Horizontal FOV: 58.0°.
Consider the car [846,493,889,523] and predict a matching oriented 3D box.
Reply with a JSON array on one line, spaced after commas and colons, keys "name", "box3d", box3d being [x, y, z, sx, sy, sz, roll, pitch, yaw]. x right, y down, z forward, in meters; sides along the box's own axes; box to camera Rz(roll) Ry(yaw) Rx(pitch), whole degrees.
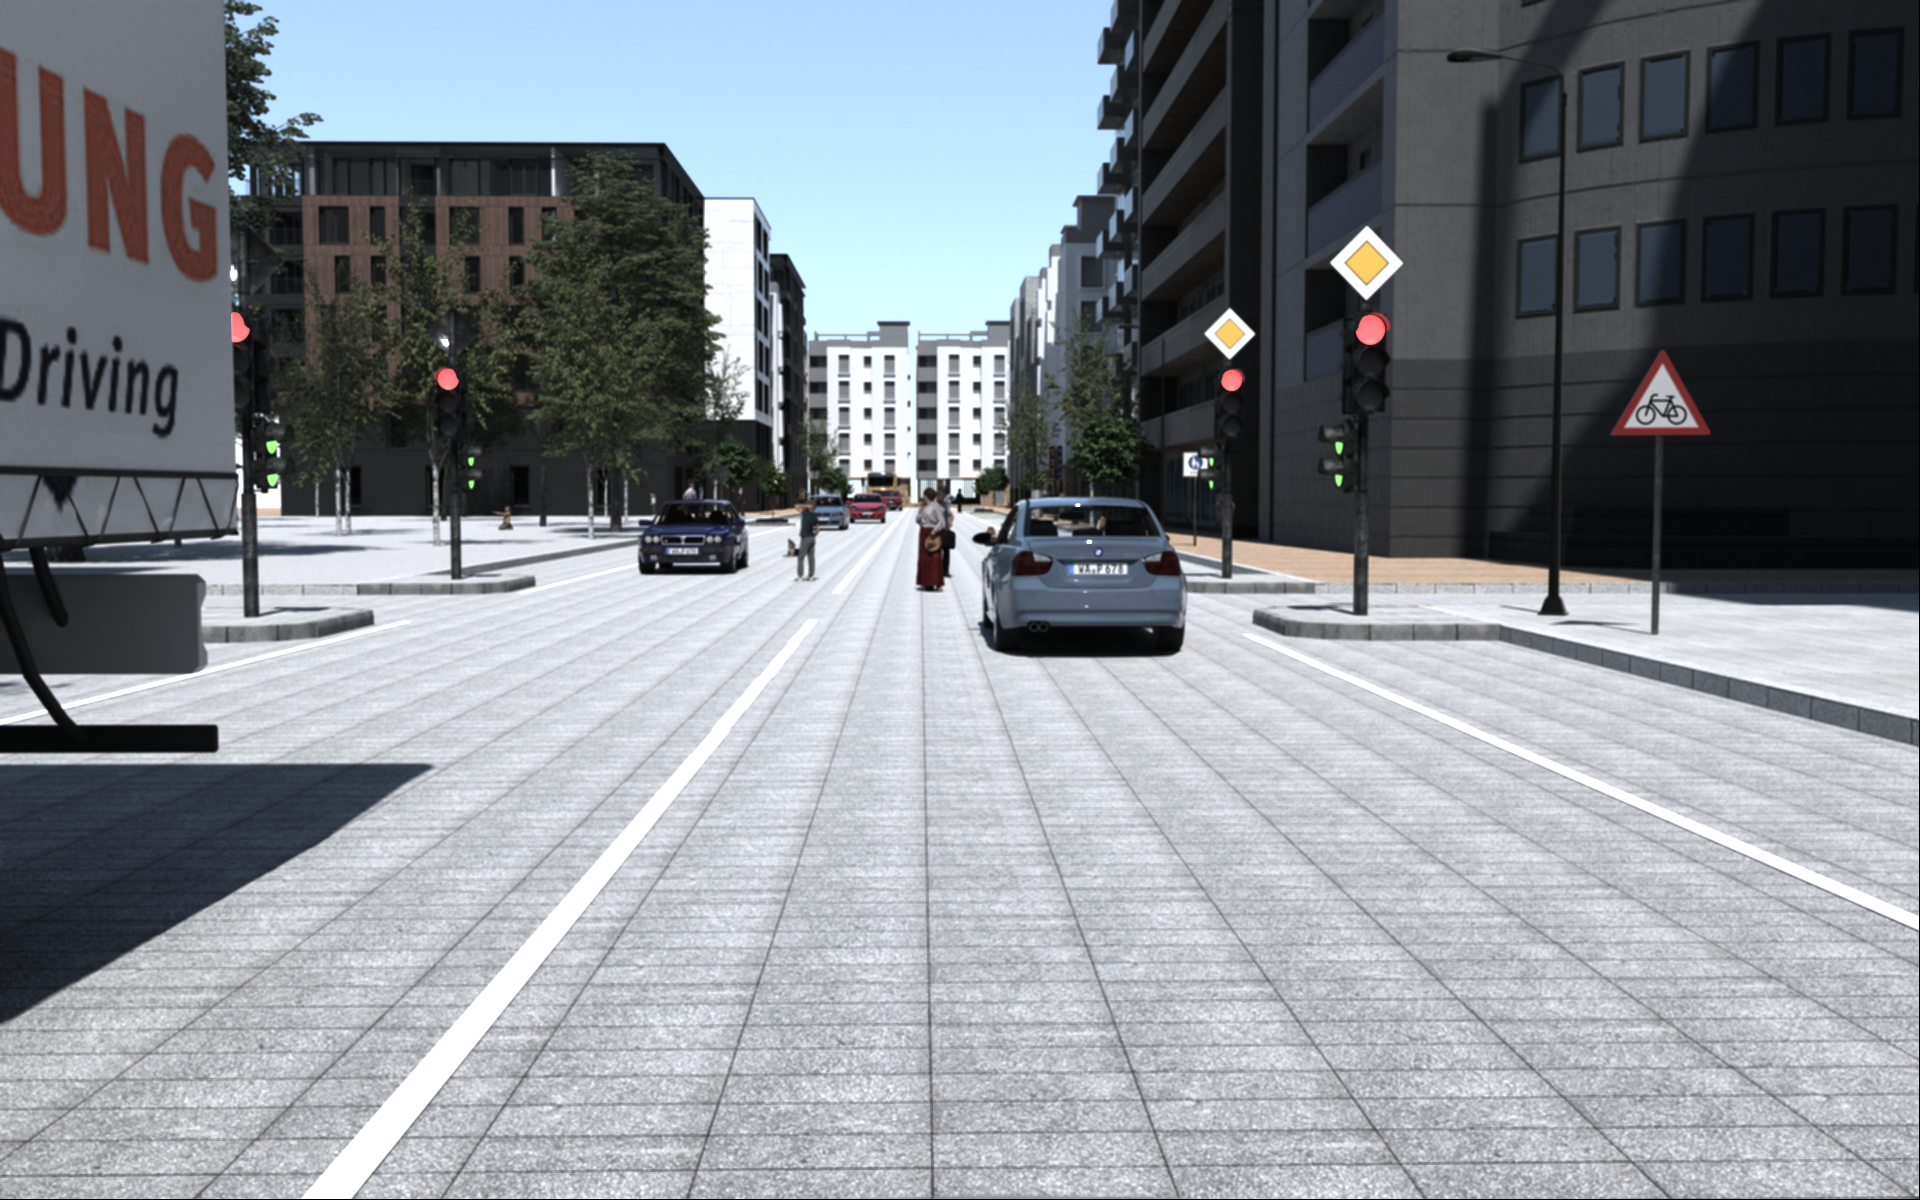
[{"name": "car", "box3d": [-4.615, -4.732, 86.400, 2.155, 1.783, 4.494, 0, 4, -3]}]

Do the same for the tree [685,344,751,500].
[{"name": "tree", "box3d": [-12.167, -8.210, 84.593, 4.360, 8.622, 3.978, 0, 3, 0]}]

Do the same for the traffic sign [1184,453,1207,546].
[{"name": "traffic sign", "box3d": [5.800, -2.481, 42.694, 0.606, 2.300, 0.079, 0, 4, 7]}]

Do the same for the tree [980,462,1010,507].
[{"name": "tree", "box3d": [3.618, -11.934, 178.835, 4.285, 4.588, 4.351, 0, 3, 0]}]

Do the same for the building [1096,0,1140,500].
[{"name": "building", "box3d": [18.694, -28.516, 85.848, 23.786, 49.044, 30.456, 0, 4, -1]}]

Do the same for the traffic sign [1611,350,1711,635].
[{"name": "traffic sign", "box3d": [6.336, -0.961, 15.722, 0.884, 2.594, 0.081, 0, 4, 2]}]

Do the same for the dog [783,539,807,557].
[{"name": "dog", "box3d": [-3.704, -1.198, 39.773, 0.748, 0.427, 0.550, 0, 4, -6]}]

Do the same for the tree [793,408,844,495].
[{"name": "tree", "box3d": [-12.198, -12.146, 148.948, 4.737, 8.622, 4.395, 0, 3, 0]}]

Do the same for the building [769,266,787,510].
[{"name": "building", "box3d": [-22.249, -17.349, 140.083, 16.016, 20.091, 11.380, 0, 4, -1]}]

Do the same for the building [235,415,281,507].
[{"name": "building", "box3d": [-71.539, -15.155, 189.926, 28.070, 9.664, 9.099, 0, 4, -1]}]

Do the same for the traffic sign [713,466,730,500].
[{"name": "traffic sign", "box3d": [-10.690, -4.749, 77.758, 0.768, 2.556, 0.104, 0, 4, 1]}]

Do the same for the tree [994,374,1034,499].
[{"name": "tree", "box3d": [4.332, -9.482, 105.388, 4.737, 8.622, 4.395, 0, 3, 0]}]

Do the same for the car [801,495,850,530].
[{"name": "car", "box3d": [-5.436, -3.542, 69.910, 2.014, 1.417, 4.499, 0, 4, -1]}]

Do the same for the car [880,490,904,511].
[{"name": "car", "box3d": [-6.003, -8.646, 150.030, 2.281, 1.827, 5.304, 0, 4, -2]}]

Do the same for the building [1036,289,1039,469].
[{"name": "building", "box3d": [13.773, -16.581, 127.524, 16.016, 20.091, 11.380, 0, 4, -1]}]

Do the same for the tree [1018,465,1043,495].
[{"name": "tree", "box3d": [4.550, -7.381, 115.283, 1.663, 3.219, 1.824, 0, 3, 0]}]

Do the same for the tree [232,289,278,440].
[{"name": "tree", "box3d": [-35.906, -9.539, 81.725, 9.928, 11.665, 9.643, 0, 3, 0]}]

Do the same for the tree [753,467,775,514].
[{"name": "tree", "box3d": [-12.407, -7.170, 111.833, 1.663, 3.219, 1.824, 0, 3, 0]}]

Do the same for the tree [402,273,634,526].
[{"name": "tree", "box3d": [-16.266, -8.203, 68.528, 7.601, 10.594, 8.767, -3, 5, -45]}]

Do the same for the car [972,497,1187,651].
[{"name": "car", "box3d": [1.144, -0.315, 17.156, 2.014, 1.417, 4.499, 0, 4, -1]}]

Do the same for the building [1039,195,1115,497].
[{"name": "building", "box3d": [13.871, -15.856, 115.669, 16.016, 20.091, 11.380, 0, 4, -1]}]

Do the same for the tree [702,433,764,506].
[{"name": "tree", "box3d": [-12.207, -6.616, 91.893, 4.285, 4.588, 4.351, 0, 3, 0]}]

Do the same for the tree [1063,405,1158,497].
[{"name": "tree", "box3d": [5.501, -4.866, 63.276, 4.285, 4.588, 4.351, 0, 3, 0]}]

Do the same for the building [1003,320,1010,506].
[{"name": "building", "box3d": [12.761, -19.197, 170.298, 16.016, 20.091, 11.380, 0, 4, -1]}]

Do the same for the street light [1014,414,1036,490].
[{"name": "street light", "box3d": [3.839, -7.862, 101.083, 1.470, 5.913, 1.316, 0, 4, -1]}]

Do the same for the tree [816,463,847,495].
[{"name": "tree", "box3d": [-13.188, -11.871, 177.799, 4.285, 4.588, 4.351, 0, 3, 0]}]

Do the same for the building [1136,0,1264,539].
[{"name": "building", "box3d": [18.106, -26.634, 59.165, 21.300, 48.544, 21.600, 0, 4, -1]}]

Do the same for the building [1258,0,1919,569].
[{"name": "building", "box3d": [22.501, -30.318, 37.704, 28.212, 58.520, 21.231, 0, 4, -1]}]

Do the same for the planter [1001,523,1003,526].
[{"name": "planter", "box3d": [2.865, -3.538, 78.989, 1.991, 0.319, 1.994, 0, 4, -1]}]

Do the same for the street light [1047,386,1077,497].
[{"name": "street light", "box3d": [4.414, -6.224, 74.298, 1.470, 5.913, 1.316, 0, 4, -1]}]

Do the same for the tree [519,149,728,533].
[{"name": "tree", "box3d": [-11.222, -8.540, 57.749, 7.486, 12.596, 7.792, 0, 3, 0]}]

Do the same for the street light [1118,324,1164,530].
[{"name": "street light", "box3d": [5.022, -4.586, 47.515, 1.470, 5.913, 1.316, 0, 4, -1]}]

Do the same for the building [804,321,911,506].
[{"name": "building", "box3d": [-11.247, -20.729, 195.340, 11.380, 20.091, 16.016, 0, 4, -1]}]

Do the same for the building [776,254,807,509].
[{"name": "building", "box3d": [-31.245, -19.389, 160.978, 32.646, 21.610, 27.936, 0, 4, -1]}]

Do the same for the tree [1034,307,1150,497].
[{"name": "tree", "box3d": [5.224, -7.180, 67.762, 4.737, 8.622, 4.395, 0, 3, 0]}]

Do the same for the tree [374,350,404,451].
[{"name": "tree", "box3d": [-24.332, -9.056, 82.478, 7.601, 10.594, 8.767, -1, 4, -14]}]

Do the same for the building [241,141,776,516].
[{"name": "building", "box3d": [-28.055, -16.705, 117.107, 27.936, 21.610, 32.646, 0, 4, -1]}]

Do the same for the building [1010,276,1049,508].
[{"name": "building", "box3d": [13.467, -17.278, 148.953, 16.747, 18.905, 31.486, 0, 4, -1]}]

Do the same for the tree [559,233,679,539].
[{"name": "tree", "box3d": [-10.342, -6.023, 48.841, 4.737, 8.622, 4.395, 0, 3, 0]}]

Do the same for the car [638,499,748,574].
[{"name": "car", "box3d": [-4.956, -1.213, 32.415, 1.945, 1.354, 3.894, 0, 4, -2]}]

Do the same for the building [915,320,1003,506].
[{"name": "building", "box3d": [0.656, -20.702, 194.893, 11.380, 20.091, 16.016, 0, 4, -1]}]

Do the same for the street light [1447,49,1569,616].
[{"name": "street light", "box3d": [5.778, -2.796, 18.259, 1.470, 5.913, 1.316, 0, 4, -1]}]
